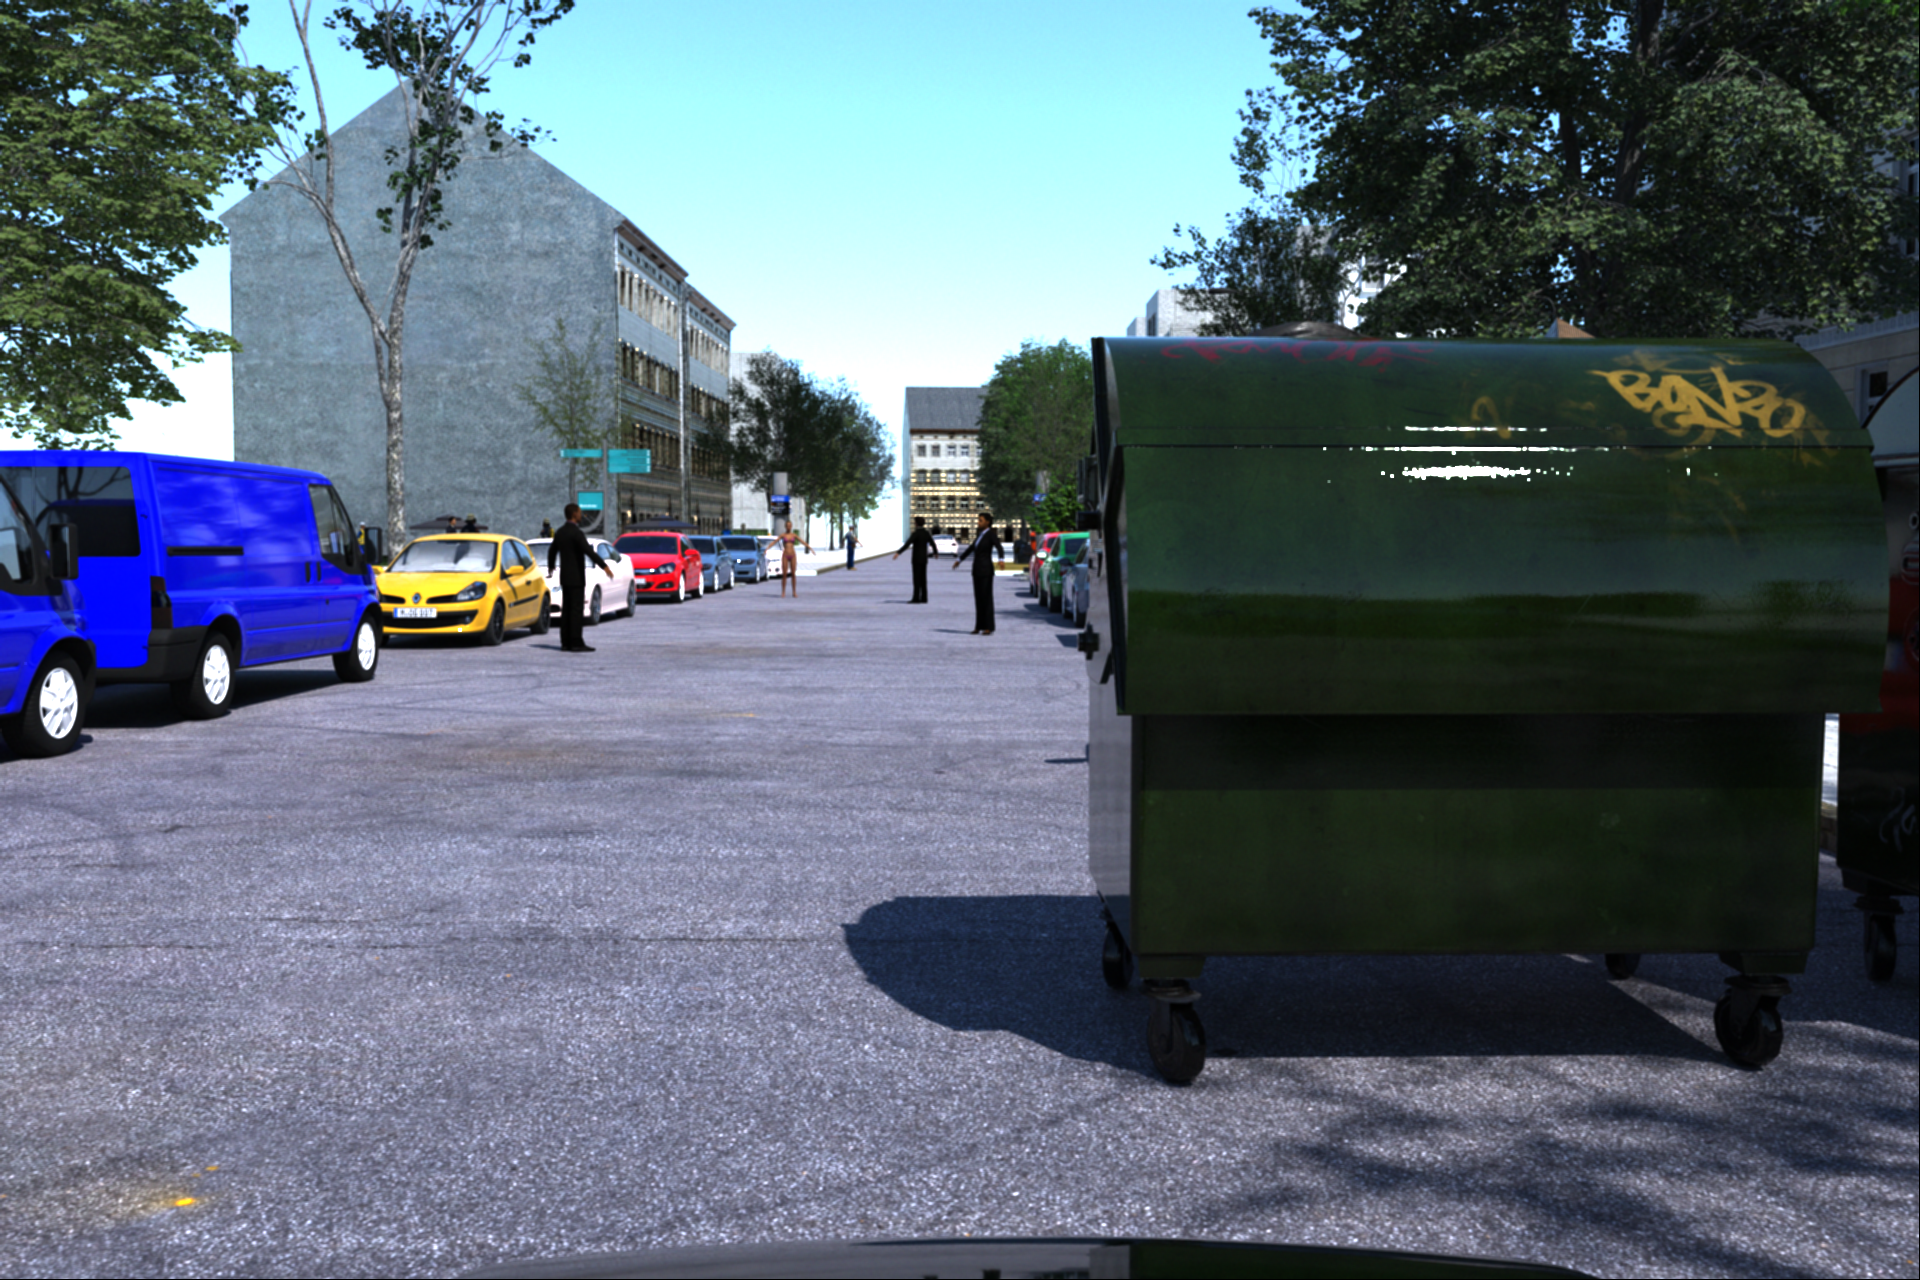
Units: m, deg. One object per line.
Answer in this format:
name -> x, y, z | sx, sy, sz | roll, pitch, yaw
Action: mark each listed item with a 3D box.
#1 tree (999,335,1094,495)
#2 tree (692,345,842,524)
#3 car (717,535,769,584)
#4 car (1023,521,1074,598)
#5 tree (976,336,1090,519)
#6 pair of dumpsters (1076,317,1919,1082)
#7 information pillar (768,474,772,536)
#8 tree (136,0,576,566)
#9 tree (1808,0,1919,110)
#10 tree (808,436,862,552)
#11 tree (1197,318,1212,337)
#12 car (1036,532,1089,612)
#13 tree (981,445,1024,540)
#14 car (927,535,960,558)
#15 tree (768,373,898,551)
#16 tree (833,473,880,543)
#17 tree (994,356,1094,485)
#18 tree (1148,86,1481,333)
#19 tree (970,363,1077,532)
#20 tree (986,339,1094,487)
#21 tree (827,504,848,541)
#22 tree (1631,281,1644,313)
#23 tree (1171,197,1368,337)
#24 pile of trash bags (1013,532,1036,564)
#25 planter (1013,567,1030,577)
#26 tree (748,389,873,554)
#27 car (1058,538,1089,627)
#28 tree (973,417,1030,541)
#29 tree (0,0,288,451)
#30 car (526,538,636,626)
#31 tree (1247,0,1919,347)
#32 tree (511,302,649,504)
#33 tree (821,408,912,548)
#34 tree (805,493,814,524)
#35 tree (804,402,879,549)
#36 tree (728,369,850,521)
tree -> 3.403, -6.944, 63.890 | 4.360, 8.622, 3.978 | 0, 3, 0
tree -> -9.650, -9.284, 86.201 | 8.767, 10.594, 7.601 | 1, 4, 15
car -> -6.697, -2.415, 51.493 | 2.014, 1.417, 4.499 | 0, 4, 0
car -> 2.558, -1.921, 40.454 | 2.155, 1.783, 4.494 | 0, 4, 0
tree -> 5.626, -12.462, 110.411 | 9.857, 13.997, 8.962 | 0, 3, 0
pair of dumpsters -> 2.551, -0.006, 5.055 | 4.436, 2.255, 1.574 | 0, 4, -1
information pillar -> -7.457, -4.682, 67.907 | 0.183, 3.616, 0.504 | 0, 3, 0
tree -> -13.688, -11.153, 38.246 | 12.611, 20.169, 13.585 | 0, 3, 0
tree -> 9.222, -5.198, 10.739 | 9.928, 11.665, 9.643 | 0, 3, 0
tree -> -9.337, -10.613, 123.878 | 4.737, 8.622, 4.395 | 0, 3, 0
tree -> 9.058, -6.698, 59.869 | 4.737, 8.622, 4.395 | 0, 3, 0
car -> 2.473, -1.484, 33.061 | 1.959, 1.807, 4.718 | 0, 4, -1
tree -> 5.273, -13.703, 149.800 | 9.928, 11.665, 9.643 | 0, 3, 0
car -> -1.037, -5.711, 105.741 | 2.083, 1.381, 4.827 | 0, 4, 0
tree -> -9.764, -13.565, 132.159 | 12.009, 13.543, 11.850 | 0, 3, 0
tree -> -15.111, -19.908, 251.253 | 9.928, 11.665, 9.643 | 0, 3, 0
tree -> 6.009, -10.682, 100.410 | 9.928, 11.665, 9.643 | 0, 3, 0
tree -> 14.924, -13.375, 74.566 | 12.611, 20.169, 13.585 | 0, 3, 0
tree -> 5.257, -13.299, 124.090 | 9.857, 13.997, 8.962 | 0, 3, 0
tree -> 5.415, -10.094, 90.800 | 9.928, 11.665, 9.643 | 0, 3, 0
tree -> -17.796, -18.829, 258.210 | 4.360, 8.622, 3.978 | 0, 3, 0
tree -> 27.250, -9.021, 65.621 | 7.486, 12.596, 7.792 | 0, 3, 0
tree -> 8.670, -7.001, 48.879 | 7.601, 10.594, 8.767 | -1, 4, -20
pile of trash bags -> 3.279, -4.071, 76.307 | 1.912, 1.369, 3.447 | 0, 3, 0
planter -> 2.817, -2.302, 58.780 | 1.991, 0.319, 1.994 | 0, 4, -1
tree -> -9.857, -10.802, 111.028 | 8.767, 10.594, 7.601 | 0, 4, -5
car -> 2.619, -0.975, 27.942 | 2.014, 1.417, 4.499 | 0, 4, 0
tree -> 5.869, -15.529, 160.553 | 9.857, 13.997, 8.962 | 0, 3, 0
tree -> -12.795, -6.373, 22.320 | 7.486, 12.596, 7.792 | 0, 3, 0
car -> -6.594, -0.994, 28.620 | 2.083, 1.381, 4.827 | 0, 4, 1
tree -> 8.766, -7.141, 23.410 | 9.857, 13.997, 8.962 | 0, 3, 0
tree -> -12.689, -6.459, 55.962 | 4.360, 8.622, 3.978 | 0, 3, 0
tree -> -9.972, -15.374, 161.733 | 12.009, 13.543, 11.850 | 0, 3, 0
tree -> -24.204, -20.413, 251.875 | 7.486, 12.596, 7.792 | 0, 3, 0
tree -> -10.382, -13.928, 145.857 | 7.486, 12.596, 7.792 | 0, 3, 0
tree -> -9.970, -9.991, 97.759 | 8.767, 10.594, 7.601 | 3, 4, 37
